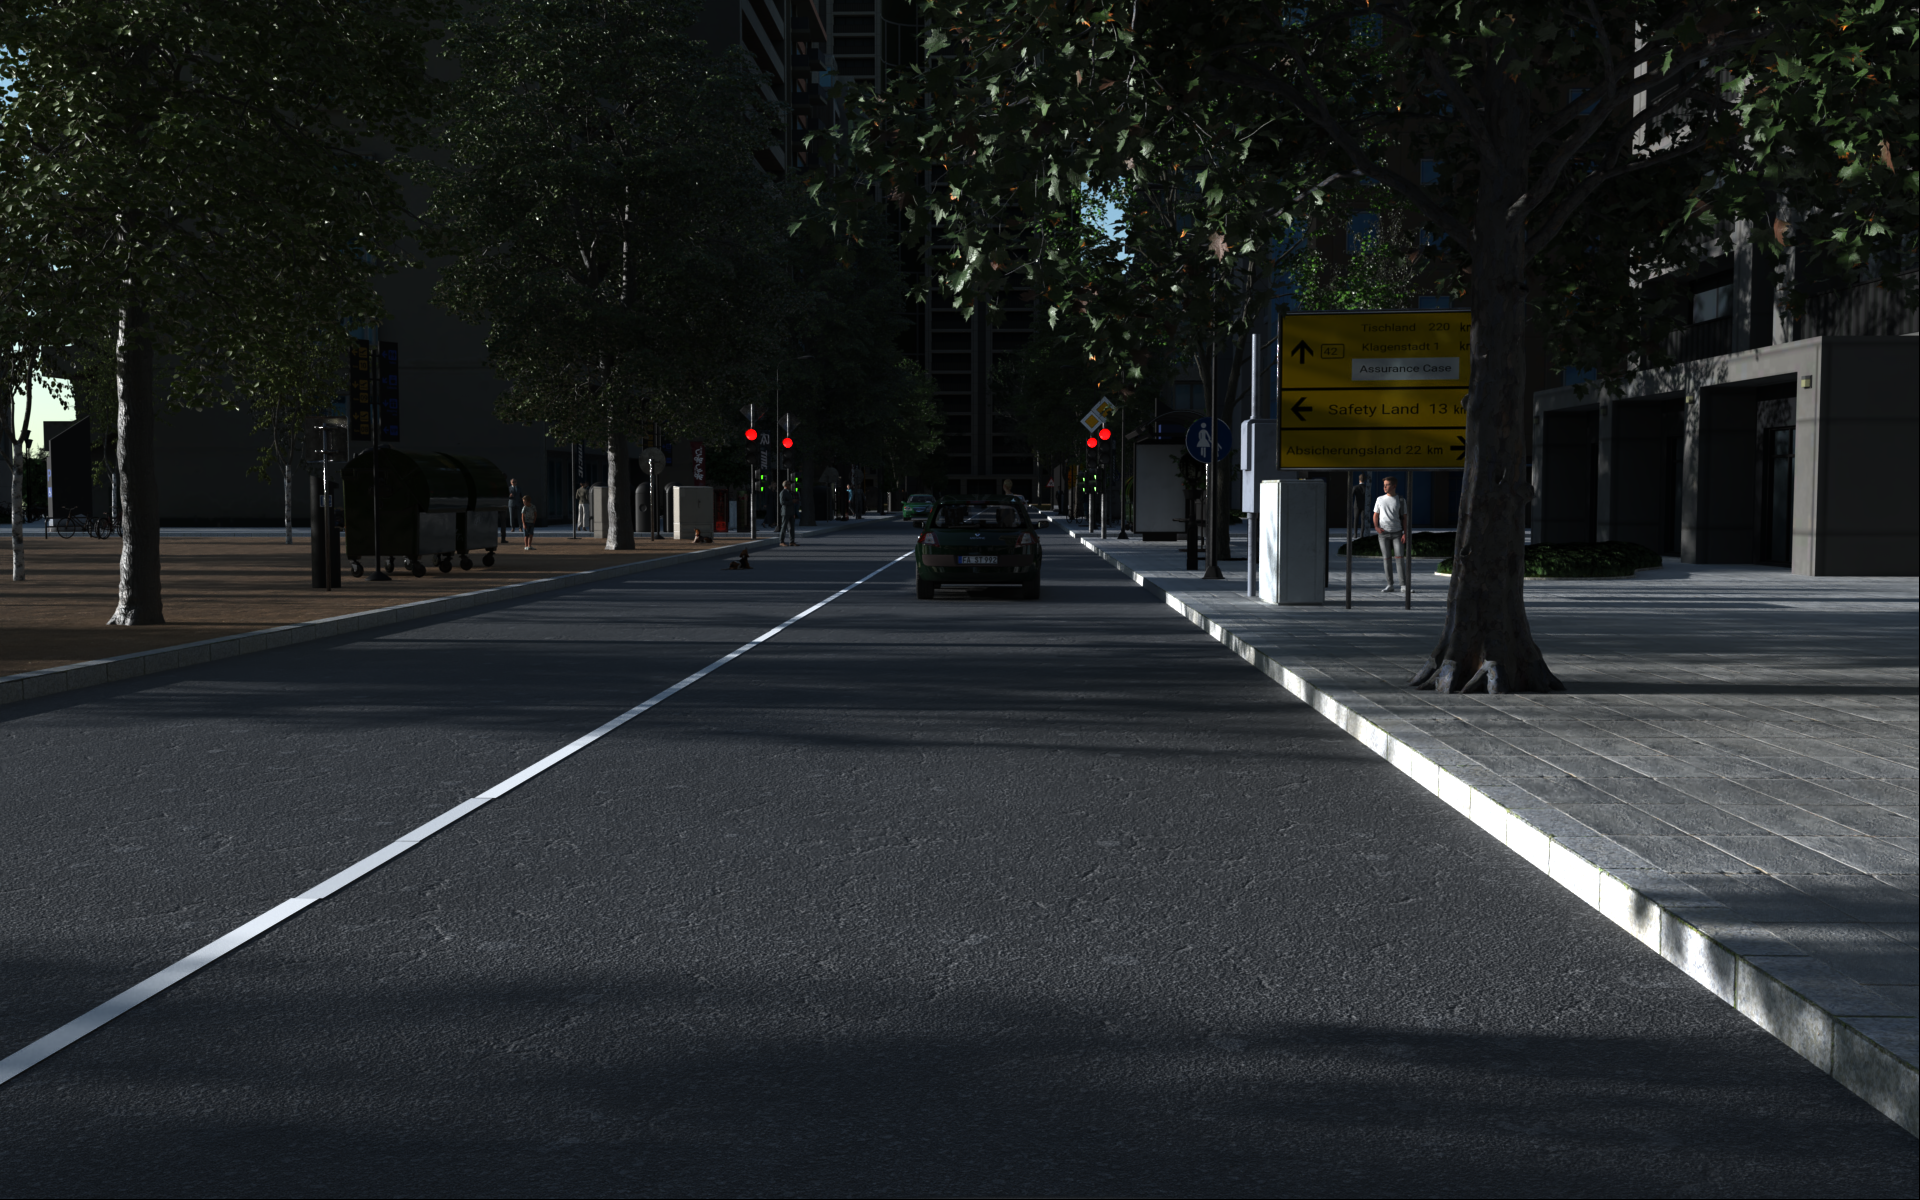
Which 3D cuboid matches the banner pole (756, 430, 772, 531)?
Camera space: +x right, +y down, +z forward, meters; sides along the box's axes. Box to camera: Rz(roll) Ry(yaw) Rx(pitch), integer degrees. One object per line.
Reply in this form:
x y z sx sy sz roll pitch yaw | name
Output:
-6.905 -4.266 59.758 0.863 3.779 0.401 1 4 9 | banner pole

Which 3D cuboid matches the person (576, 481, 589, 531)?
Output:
-13.069 -3.281 60.240 0.519 1.759 0.362 2 4 23 | person

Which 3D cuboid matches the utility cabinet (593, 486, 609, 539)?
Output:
-10.036 -2.507 49.663 0.318 1.500 1.173 1 4 23 | utility cabinet

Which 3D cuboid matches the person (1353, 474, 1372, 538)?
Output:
11.514 -2.694 49.866 0.659 1.850 0.755 1 4 9 | person

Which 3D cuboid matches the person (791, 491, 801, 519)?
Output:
-6.982 -4.055 73.184 0.643 1.720 0.563 3 4 37 | person

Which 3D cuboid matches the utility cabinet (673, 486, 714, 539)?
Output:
-7.485 -2.448 48.705 0.318 1.500 1.173 3 5 44 | utility cabinet

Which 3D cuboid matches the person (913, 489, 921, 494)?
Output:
-3.991 -9.495 161.291 1.348 1.824 0.705 1 4 10 | person

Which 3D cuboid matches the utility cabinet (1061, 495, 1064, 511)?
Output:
6.837 -6.316 114.431 0.306 1.237 1.020 1 4 12 | utility cabinet

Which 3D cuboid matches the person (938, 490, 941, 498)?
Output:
-2.109 -11.155 189.222 0.721 1.735 1.217 0 4 -2 | person

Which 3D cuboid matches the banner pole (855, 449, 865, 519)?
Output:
-5.274 -6.112 89.946 0.401 3.779 0.863 2 4 27 | banner pole

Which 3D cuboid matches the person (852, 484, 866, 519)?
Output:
-5.169 -5.044 88.636 0.709 1.813 0.853 -1 4 -21 | person

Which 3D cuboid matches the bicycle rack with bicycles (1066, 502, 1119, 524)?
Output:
6.123 -3.764 74.919 2.852 0.926 2.925 -1 4 -16 | bicycle rack with bicycles

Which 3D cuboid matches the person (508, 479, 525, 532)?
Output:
-15.096 -3.216 58.803 0.661 1.801 0.590 -1 4 -22 | person

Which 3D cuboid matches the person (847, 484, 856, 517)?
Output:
-6.120 -5.542 96.525 0.748 1.841 0.638 -1 4 -17 | person

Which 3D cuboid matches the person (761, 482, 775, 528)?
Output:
-7.285 -3.629 65.797 0.534 1.772 0.576 -1 4 -13 | person

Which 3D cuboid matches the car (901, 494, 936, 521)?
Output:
-2.088 -5.028 94.001 2.131 1.459 4.920 0 4 2 | car

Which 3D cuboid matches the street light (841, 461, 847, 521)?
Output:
-4.926 -6.661 81.447 1.470 5.913 1.316 0 4 2 | street light

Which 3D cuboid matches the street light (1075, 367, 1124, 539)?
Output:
4.096 -4.683 49.110 1.470 5.913 1.316 0 4 2 | street light

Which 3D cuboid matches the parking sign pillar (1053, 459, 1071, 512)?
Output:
7.451 -8.352 125.025 1.447 3.967 1.447 2 4 28 | parking sign pillar

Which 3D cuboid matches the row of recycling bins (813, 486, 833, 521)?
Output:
-6.781 -4.770 85.106 1.069 1.692 3.534 0 4 1 | row of recycling bins

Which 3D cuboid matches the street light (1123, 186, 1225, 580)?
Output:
3.286 -3.270 26.000 1.470 5.913 1.316 0 4 2 | street light

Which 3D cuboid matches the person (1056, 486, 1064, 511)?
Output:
7.019 -7.085 121.653 0.659 1.850 0.755 1 4 12 | person

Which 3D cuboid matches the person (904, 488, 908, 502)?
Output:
-4.684 -8.746 149.034 0.705 1.824 1.348 0 4 -4 | person

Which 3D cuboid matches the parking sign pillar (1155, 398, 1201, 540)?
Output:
6.147 -3.679 48.617 1.447 3.967 1.447 0 4 -5 | parking sign pillar

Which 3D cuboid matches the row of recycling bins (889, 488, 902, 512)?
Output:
-4.850 -7.410 128.261 1.069 1.692 3.534 0 4 3 | row of recycling bins

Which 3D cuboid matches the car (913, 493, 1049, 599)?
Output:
0.291 -0.929 24.983 2.009 1.686 4.222 0 4 2 | car

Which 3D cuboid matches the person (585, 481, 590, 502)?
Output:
-15.354 -3.991 71.421 0.853 1.813 0.709 -3 5 -40 | person

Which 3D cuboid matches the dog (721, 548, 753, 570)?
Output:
-4.257 -0.782 32.975 0.748 0.427 0.550 -1 4 -21 | dog

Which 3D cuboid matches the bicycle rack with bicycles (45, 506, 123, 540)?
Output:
-24.834 -2.249 50.149 2.852 0.926 2.925 1 4 15 | bicycle rack with bicycles

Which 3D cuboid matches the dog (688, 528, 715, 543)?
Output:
-6.728 -1.675 45.129 0.550 0.427 0.748 -2 4 -30 | dog

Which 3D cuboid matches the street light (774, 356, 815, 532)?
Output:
-5.575 -5.247 58.332 1.470 5.913 1.316 0 4 2 | street light

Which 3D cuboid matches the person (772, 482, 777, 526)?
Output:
-7.423 -3.812 68.796 0.576 1.772 0.534 -2 4 -33 | person

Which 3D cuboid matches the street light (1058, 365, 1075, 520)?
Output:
4.327 -5.511 62.646 1.470 5.913 1.316 0 4 2 | street light

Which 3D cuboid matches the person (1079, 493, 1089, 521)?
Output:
6.074 -4.650 82.410 0.623 1.781 0.721 -3 5 -40 | person

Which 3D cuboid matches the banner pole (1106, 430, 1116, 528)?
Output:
5.854 -4.674 66.429 0.401 3.779 0.863 1 4 23 | banner pole

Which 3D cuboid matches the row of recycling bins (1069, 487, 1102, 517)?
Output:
7.308 -5.593 98.555 1.069 1.692 3.534 3 4 37 | row of recycling bins

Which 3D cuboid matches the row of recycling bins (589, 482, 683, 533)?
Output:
-10.865 -3.132 58.319 3.534 1.692 1.069 1 4 14 | row of recycling bins

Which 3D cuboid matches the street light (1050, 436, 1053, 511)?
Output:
5.044 -6.942 86.041 1.470 5.913 1.316 0 4 2 | street light

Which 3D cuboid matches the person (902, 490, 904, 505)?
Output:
-6.757 -12.225 205.880 0.705 1.831 1.348 1 4 10 | person

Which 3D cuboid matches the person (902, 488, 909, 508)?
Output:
-5.282 -9.563 162.406 1.348 1.823 0.705 -1 4 -14 | person

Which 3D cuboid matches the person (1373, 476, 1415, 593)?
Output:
5.679 -0.855 22.623 0.503 1.515 0.523 -1 4 -9 | person

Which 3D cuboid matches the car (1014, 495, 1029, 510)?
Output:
3.885 -6.833 124.083 2.083 1.381 4.827 0 4 1 | car

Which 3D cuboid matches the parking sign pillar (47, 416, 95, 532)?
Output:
-30.455 -4.327 59.223 1.447 3.967 1.447 3 5 43 | parking sign pillar

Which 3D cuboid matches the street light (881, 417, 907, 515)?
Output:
-4.113 -8.074 104.556 1.470 5.913 1.316 0 4 2 | street light

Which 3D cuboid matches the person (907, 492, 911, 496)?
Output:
-5.265 -10.065 170.694 1.350 1.814 0.705 1 4 10 | person

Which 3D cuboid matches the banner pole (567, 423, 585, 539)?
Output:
-10.903 -3.633 49.418 0.401 3.779 0.863 1 4 18 | banner pole
